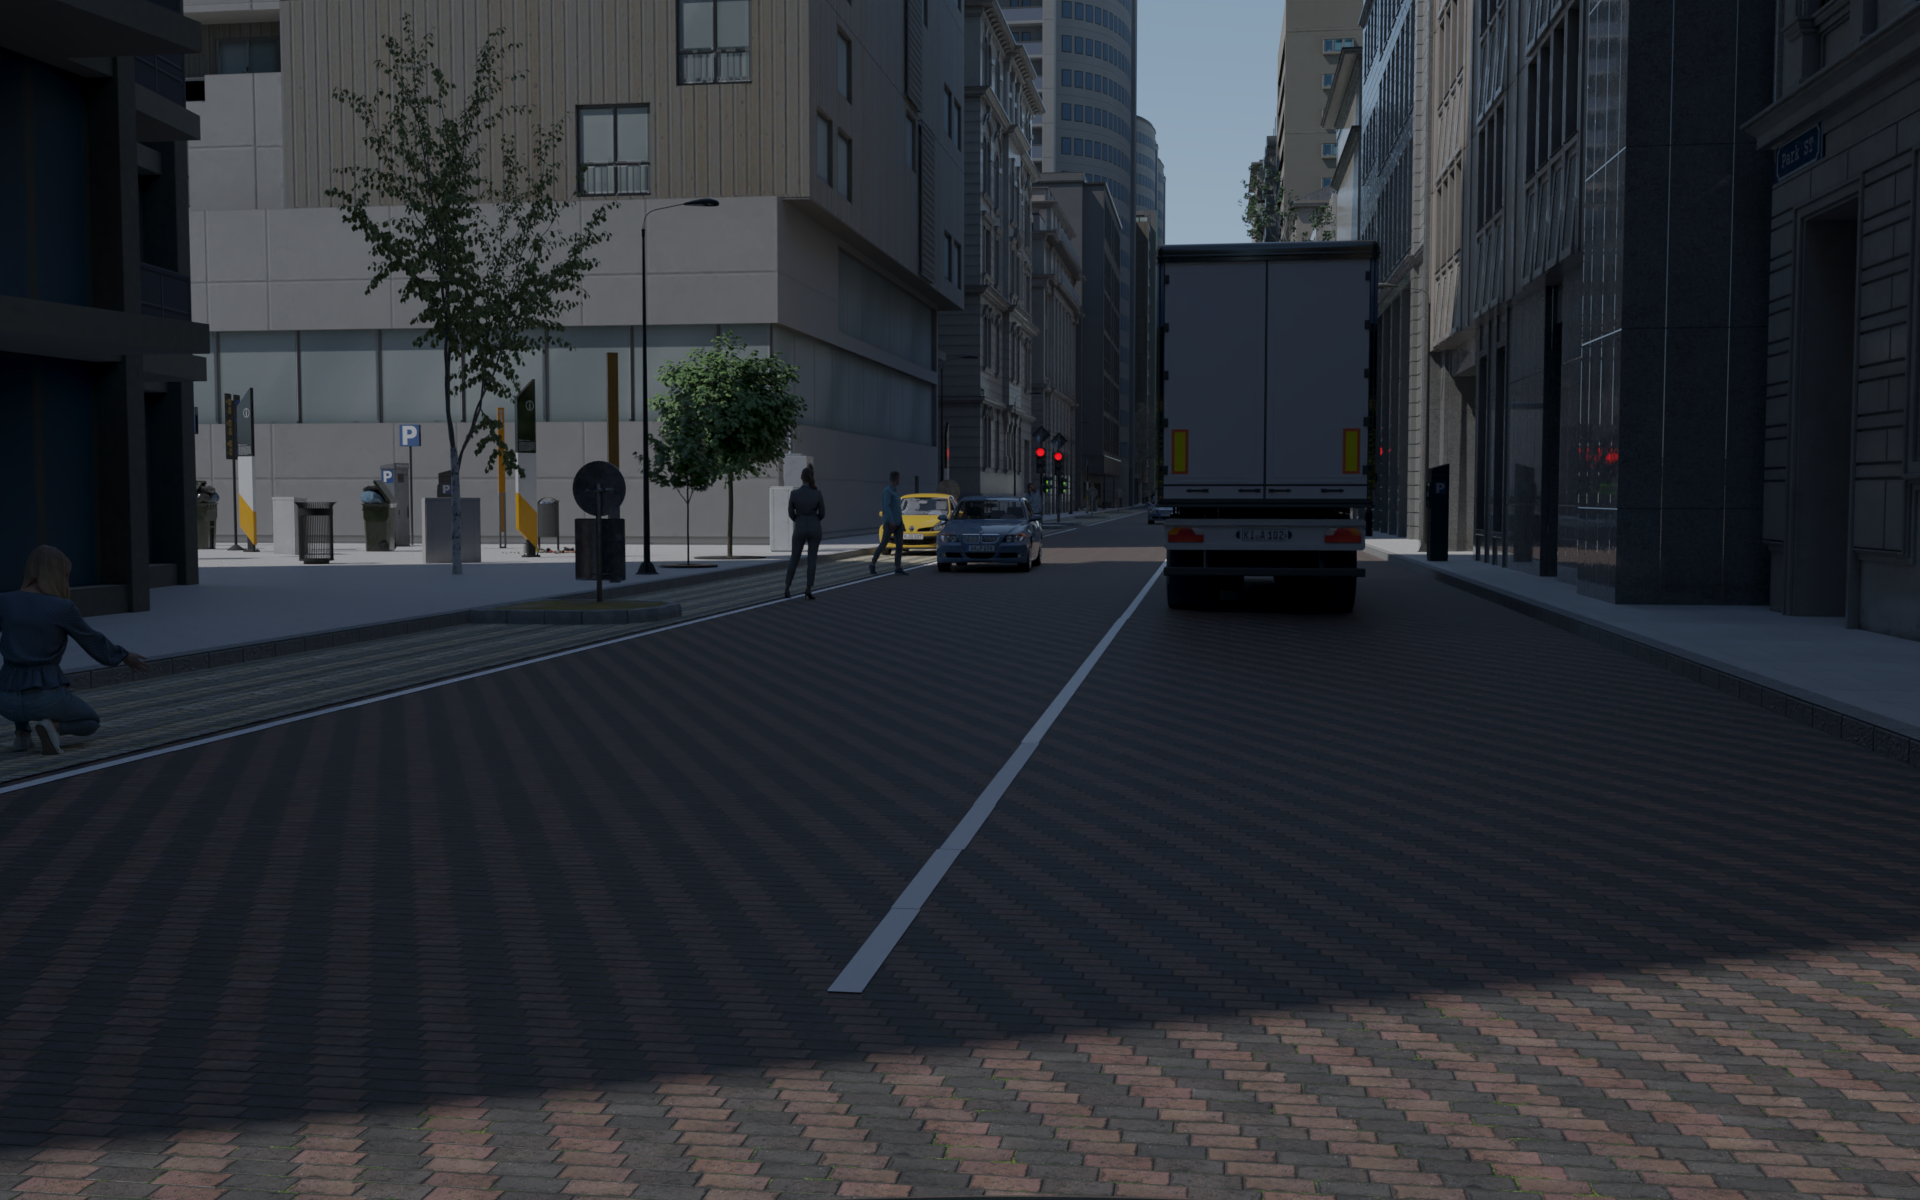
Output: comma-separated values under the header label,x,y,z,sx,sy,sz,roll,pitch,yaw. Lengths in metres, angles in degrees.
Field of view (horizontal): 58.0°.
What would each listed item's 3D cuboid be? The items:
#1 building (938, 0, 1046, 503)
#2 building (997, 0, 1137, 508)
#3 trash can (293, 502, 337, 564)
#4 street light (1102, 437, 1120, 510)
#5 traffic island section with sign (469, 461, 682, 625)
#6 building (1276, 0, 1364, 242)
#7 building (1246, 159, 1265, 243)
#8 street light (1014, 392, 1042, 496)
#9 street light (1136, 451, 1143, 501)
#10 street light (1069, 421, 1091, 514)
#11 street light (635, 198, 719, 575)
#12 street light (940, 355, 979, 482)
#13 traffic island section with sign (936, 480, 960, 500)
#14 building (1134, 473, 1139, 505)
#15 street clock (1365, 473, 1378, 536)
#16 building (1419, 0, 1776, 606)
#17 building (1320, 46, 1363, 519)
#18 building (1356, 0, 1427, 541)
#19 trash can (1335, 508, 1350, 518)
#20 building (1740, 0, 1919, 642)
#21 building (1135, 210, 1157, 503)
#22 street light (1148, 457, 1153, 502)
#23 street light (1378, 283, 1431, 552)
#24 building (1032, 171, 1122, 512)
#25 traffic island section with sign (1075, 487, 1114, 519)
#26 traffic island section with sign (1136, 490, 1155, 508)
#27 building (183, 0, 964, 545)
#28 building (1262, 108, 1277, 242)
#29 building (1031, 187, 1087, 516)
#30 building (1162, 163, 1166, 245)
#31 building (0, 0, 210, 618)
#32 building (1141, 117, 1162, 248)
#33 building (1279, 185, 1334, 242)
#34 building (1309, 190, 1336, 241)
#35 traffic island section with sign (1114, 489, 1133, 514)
label,x,y,z,sx,sy,sz,roll,pitch,yaw
building,-3.496,-18.553,90.723,14.401,28.519,23.554,1,4,8
building,5.872,-38.273,167.762,21.231,58.520,28.212,1,4,8
trash can,-11.820,-1.231,31.783,0.748,1.137,0.748,0,3,0
street light,12.342,-10.340,141.593,1.470,5.913,1.316,1,4,8
traffic island section with sign,-4.293,-0.686,19.848,1.989,1.847,2.006,1,4,8
building,40.760,-32.950,162.436,21.300,48.544,21.600,1,4,8
building,58.583,-41.305,264.574,28.713,52.752,27.495,1,4,8
street light,3.035,-6.500,78.811,1.470,5.913,1.316,1,4,8
street light,18.793,-13.047,185.859,1.470,5.913,1.316,1,4,8
street light,7.615,-8.421,110.222,1.470,5.913,1.316,1,4,8
street light,-4.470,-3.357,27.431,1.470,5.913,1.316,1,4,8
street light,-0.076,-5.235,58.139,1.470,5.913,1.316,1,4,8
traffic island section with sign,-0.332,-2.317,46.512,1.989,1.847,2.006,1,4,8
building,11.649,-47.321,211.950,20.563,71.187,20.611,1,4,8
street clock,12.390,-2.930,52.483,0.471,2.002,0.358,-1,4,-16
building,15.009,-12.861,28.302,12.078,24.808,19.932,1,4,8
building,32.675,-15.194,81.712,30.059,22.955,16.112,1,4,8
building,18.998,-16.849,52.975,11.434,29.767,29.804,1,4,8
trash can,14.577,-3.327,66.043,0.748,1.137,0.748,0,3,0
building,12.383,-10.512,8.030,11.583,22.565,21.152,1,4,8
building,20.310,-34.249,243.572,14.154,41.232,14.086,1,4,8
street light,23.394,-14.923,216.537,1.470,5.913,1.316,1,4,8
street light,9.766,-4.018,38.240,1.470,5.913,1.316,1,4,8
building,5.172,-21.116,138.758,14.314,27.812,24.014,1,4,8
traffic island section with sign,7.753,-5.650,101.011,1.989,1.847,2.006,1,4,8
traffic island section with sign,19.102,-10.331,177.536,1.989,1.847,2.006,1,4,8
building,-14.600,-28.624,57.239,27.495,52.752,28.713,1,4,8
building,47.880,-36.063,209.232,23.786,49.044,30.456,1,4,8
building,0.870,-16.706,114.948,13.314,21.916,24.055,1,4,8
building,23.613,-45.915,292.710,21.231,58.520,28.212,1,4,8
building,-19.623,-21.787,10.838,22.147,44.769,28.867,1,4,8
building,19.090,-44.215,264.912,21.231,58.520,28.212,1,4,8
building,31.897,-20.838,137.969,12.463,27.353,25.104,1,4,8
building,27.794,-16.054,117.240,10.420,20.320,16.860,1,4,8
traffic island section with sign,11.725,-7.281,127.673,1.989,1.847,2.006,1,4,8
